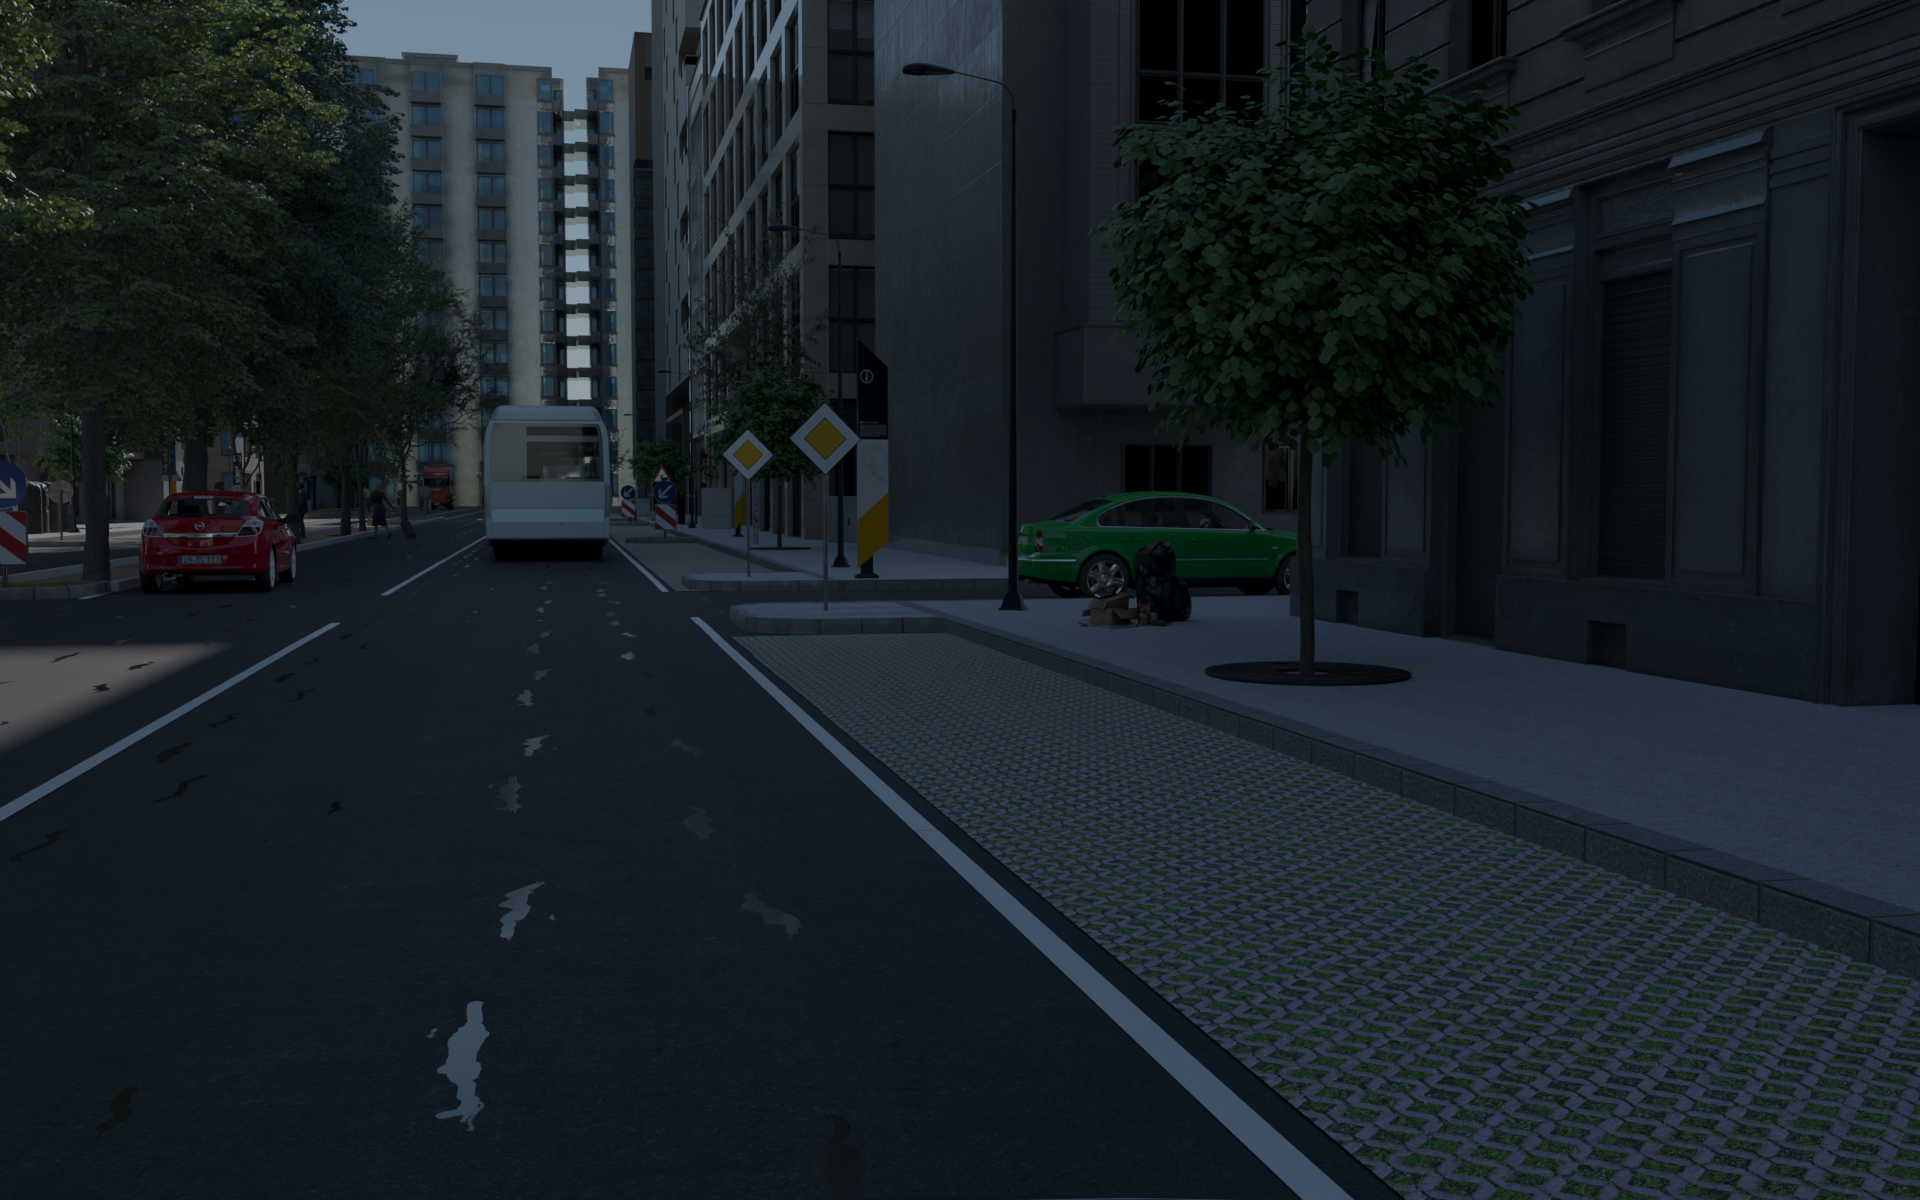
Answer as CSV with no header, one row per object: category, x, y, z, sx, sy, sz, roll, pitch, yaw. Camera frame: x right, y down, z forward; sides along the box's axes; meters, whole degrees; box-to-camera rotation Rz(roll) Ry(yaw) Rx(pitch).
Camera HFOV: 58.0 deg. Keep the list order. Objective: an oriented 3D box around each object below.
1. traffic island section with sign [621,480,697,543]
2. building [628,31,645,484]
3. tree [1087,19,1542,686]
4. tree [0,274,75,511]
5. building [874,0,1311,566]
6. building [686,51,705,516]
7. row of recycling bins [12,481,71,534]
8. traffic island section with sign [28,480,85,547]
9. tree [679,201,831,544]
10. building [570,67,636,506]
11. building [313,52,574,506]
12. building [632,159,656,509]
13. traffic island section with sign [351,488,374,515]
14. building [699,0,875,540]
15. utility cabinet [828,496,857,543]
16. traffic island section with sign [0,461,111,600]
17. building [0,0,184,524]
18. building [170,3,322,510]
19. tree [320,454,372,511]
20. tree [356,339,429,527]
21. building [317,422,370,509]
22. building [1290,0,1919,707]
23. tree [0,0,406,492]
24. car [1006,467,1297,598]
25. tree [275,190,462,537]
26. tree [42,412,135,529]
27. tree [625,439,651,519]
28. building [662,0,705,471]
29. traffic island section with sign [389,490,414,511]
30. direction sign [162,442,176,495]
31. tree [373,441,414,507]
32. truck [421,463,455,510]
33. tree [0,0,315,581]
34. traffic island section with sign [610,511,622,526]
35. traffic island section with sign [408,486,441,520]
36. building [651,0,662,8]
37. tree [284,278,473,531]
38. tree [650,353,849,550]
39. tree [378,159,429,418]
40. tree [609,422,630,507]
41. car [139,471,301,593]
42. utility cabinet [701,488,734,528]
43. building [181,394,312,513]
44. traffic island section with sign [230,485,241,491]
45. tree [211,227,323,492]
traffic island section with sign,-8.812,-2.584,50.877,1.989,1.847,2.006,-1,4,-13
building,-24.513,-31.633,167.318,14.600,45.320,14.200,-1,4,-13
tree,2.515,-1.742,12.198,4.285,4.588,4.351,0,3,0
tree,-28.966,-6.282,53.075,4.737,8.622,4.395,0,3,0
building,14.025,-13.422,38.522,30.058,24.678,14.314,-1,4,-13
building,-7.644,-16.768,92.172,12.078,24.808,19.932,-1,4,-13
row of recycling bins,-30.231,-3.049,56.970,1.069,1.692,3.534,-1,4,-9
traffic island section with sign,-24.617,-2.362,47.247,1.989,1.847,2.006,-1,4,-13
tree,-5.258,-5.741,44.233,4.360,8.622,3.978,0,3,0
building,-28.003,-35.303,196.808,30.456,49.044,23.786,-1,4,-13
building,-57.937,-34.953,191.086,30.456,49.044,23.786,-1,4,-13
building,-21.865,-23.349,153.463,14.160,30.474,14.107,-1,4,-13
traffic island section with sign,-42.002,-6.964,122.485,1.989,1.847,2.006,-1,4,-13
building,1.181,-16.018,66.409,19.350,26.468,34.151,-1,4,-13
utility cabinet,-3.063,-2.101,45.513,1.020,1.237,0.306,1,4,14
traffic island section with sign,-13.215,-0.987,24.270,2.006,1.907,1.989,-1,4,-13
building,-42.954,-18.558,75.130,14.160,30.474,14.107,-1,4,-13
building,-56.028,-29.261,128.522,14.600,45.320,14.200,-1,4,-13
tree,-49.789,-9.657,141.610,4.285,4.588,4.351,0,3,0
tree,-24.653,-7.394,73.717,4.737,8.622,4.395,0,3,0
building,-69.990,-51.316,151.683,31.000,86.520,22.319,-1,4,-13
building,10.053,-9.840,10.040,9.793,20.994,18.267,-1,4,-13
tree,-16.003,-7.750,35.831,9.857,13.997,8.962,0,3,0
car,3.006,-0.900,23.509,4.718,1.807,1.959,-1,4,-13
tree,-20.615,-7.942,58.057,9.928,11.665,9.643,0,3,0
tree,-32.001,-4.885,63.583,4.285,4.588,4.351,0,3,0
tree,-15.597,-6.494,89.897,4.285,4.588,4.351,0,3,0
building,-6.307,-32.494,120.512,28.713,52.752,27.495,-1,4,-13
traffic island section with sign,-48.334,-8.638,149.853,1.989,1.847,2.006,-1,4,-13
direction sign,-32.077,-4.787,70.272,0.876,3.537,0.379,2,4,32
tree,-56.110,-13.535,171.662,4.360,8.622,3.978,0,3,0
truck,-48.391,-10.524,160.976,2.839,4.237,11.283,-1,4,-14
tree,-13.490,-6.489,26.679,7.486,12.596,7.792,0,3,0
traffic island section with sign,-15.037,-4.231,77.801,1.989,1.847,2.006,-1,4,-13
traffic island section with sign,-30.147,-5.465,97.483,2.006,1.907,1.989,-1,4,-13
building,-17.308,-29.936,139.561,14.600,45.320,14.200,-1,4,-13
tree,-23.019,-7.936,66.616,8.767,10.594,7.601,-1,4,-13
tree,-4.141,-3.452,40.154,4.285,4.588,4.351,0,3,0
tree,-19.189,-7.875,49.336,7.486,12.596,7.792,0,3,0
tree,-35.609,-13.821,176.331,4.360,8.622,3.978,0,3,0
car,-11.342,-1.077,26.646,2.155,1.783,4.494,-1,4,-15
utility cabinet,-8.972,-3.397,64.225,1.173,1.500,0.318,1,4,14
building,-56.934,-16.020,106.965,27.650,21.520,28.899,-1,4,-13
traffic island section with sign,-30.702,-3.973,73.589,1.989,1.847,2.006,-1,4,-13
tree,-17.948,-5.532,43.260,4.737,8.622,4.395,0,3,0
